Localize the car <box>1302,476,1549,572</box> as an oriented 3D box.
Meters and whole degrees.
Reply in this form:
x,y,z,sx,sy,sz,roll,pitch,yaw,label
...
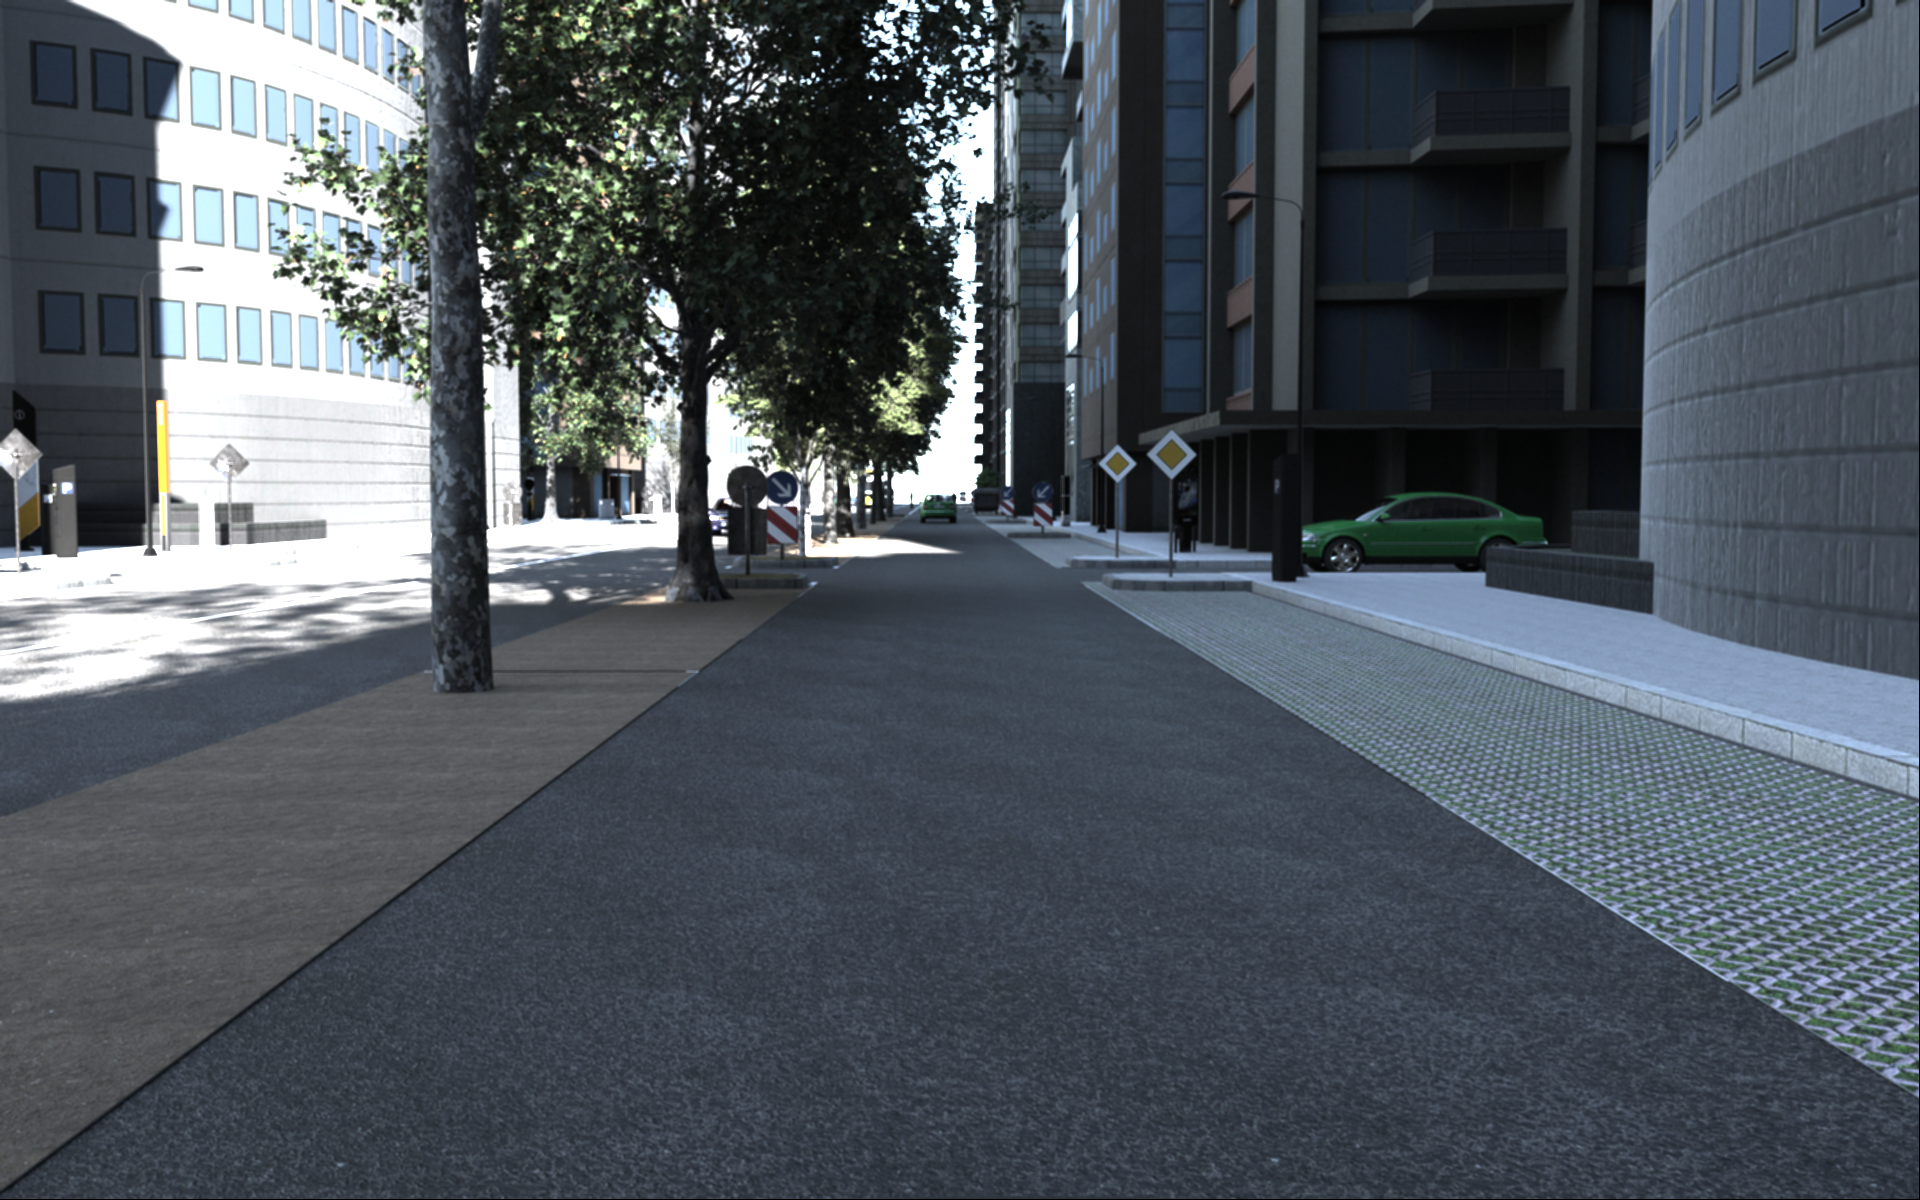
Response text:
x,y,z,sx,sy,sz,roll,pitch,yaw,label
8.077,-1.366,31.125,4.718,1.807,1.959,0,4,-1,car

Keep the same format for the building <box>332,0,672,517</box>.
x,y,z,sx,sy,sz,roll,pitch,yaw,label
-28.627,-35.506,122.527,21.231,58.520,28.212,0,4,-1,building

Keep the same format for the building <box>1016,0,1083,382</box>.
x,y,z,sx,sy,sz,roll,pitch,yaw,label
10.836,-26.740,120.785,14.154,41.232,14.086,0,4,-1,building

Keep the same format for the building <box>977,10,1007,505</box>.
x,y,z,sx,sy,sz,roll,pitch,yaw,label
12.653,-48.368,229.062,20.563,71.187,20.611,0,4,-1,building

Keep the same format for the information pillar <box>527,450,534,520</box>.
x,y,z,sx,sy,sz,roll,pitch,yaw,label
-20.956,-5.699,84.528,0.183,3.616,0.504,1,4,14,information pillar

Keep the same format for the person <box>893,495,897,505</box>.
x,y,z,sx,sy,sz,roll,pitch,yaw,label
-8.911,-13.796,234.748,0.721,1.739,1.217,-2,4,-28,person

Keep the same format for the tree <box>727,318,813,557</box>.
x,y,z,sx,sy,sz,roll,pitch,yaw,label
-3.460,-5.182,37.540,4.737,8.622,4.395,0,3,0,tree

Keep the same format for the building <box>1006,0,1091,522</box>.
x,y,z,sx,sy,sz,roll,pitch,yaw,label
14.295,-47.708,92.690,22.319,86.520,31.000,0,4,-1,building

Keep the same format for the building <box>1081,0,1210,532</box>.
x,y,z,sx,sy,sz,roll,pitch,yaw,label
12.009,-25.276,63.371,14.600,45.320,14.200,0,4,-1,building

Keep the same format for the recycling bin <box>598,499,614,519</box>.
x,y,z,sx,sy,sz,roll,pitch,yaw,label
-18.213,-4.687,89.180,0.722,1.027,0.722,-1,4,-20,recycling bin

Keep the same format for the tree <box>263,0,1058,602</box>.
x,y,z,sx,sy,sz,roll,pitch,yaw,label
-3.555,-6.322,22.836,9.611,12.733,9.660,0,3,0,tree

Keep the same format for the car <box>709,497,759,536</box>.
x,y,z,sx,sy,sz,roll,pitch,yaw,label
-7.815,-2.910,60.162,1.945,1.354,3.894,0,4,-2,car

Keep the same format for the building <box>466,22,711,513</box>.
x,y,z,sx,sy,sz,roll,pitch,yaw,label
-28.866,-37.229,150.686,21.231,58.520,28.212,0,4,-1,building

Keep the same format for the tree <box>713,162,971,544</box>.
x,y,z,sx,sy,sz,roll,pitch,yaw,label
-3.593,-7.832,48.630,7.486,12.596,7.792,0,3,0,tree

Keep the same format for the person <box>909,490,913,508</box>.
x,y,z,sx,sy,sz,roll,pitch,yaw,label
-4.873,-10.099,173.637,0.705,1.822,1.348,-1,4,-16,person

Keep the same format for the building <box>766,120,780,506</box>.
x,y,z,sx,sy,sz,roll,pitch,yaw,label
-25.680,-29.894,172.367,14.154,41.232,14.086,0,4,-1,building

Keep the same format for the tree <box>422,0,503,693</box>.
x,y,z,sx,sy,sz,roll,pitch,yaw,label
-2.389,-9.345,11.142,12.611,20.169,13.585,0,3,0,tree

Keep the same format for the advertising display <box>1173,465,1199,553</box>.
x,y,z,sx,sy,sz,roll,pitch,yaw,label
4.966,-2.014,38.137,0.123,1.923,0.974,3,4,36,advertising display

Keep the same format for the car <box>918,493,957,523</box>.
x,y,z,sx,sy,sz,roll,pitch,yaw,label
-1.114,-4.780,86.942,1.959,1.807,4.718,0,4,-2,car

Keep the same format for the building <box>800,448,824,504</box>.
x,y,z,sx,sy,sz,roll,pitch,yaw,label
-26.913,-35.018,256.135,14.154,41.232,14.086,0,4,-1,building

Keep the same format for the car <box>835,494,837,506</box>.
x,y,z,sx,sy,sz,roll,pitch,yaw,label
-13.205,-10.368,181.321,2.131,1.459,4.920,0,4,1,car

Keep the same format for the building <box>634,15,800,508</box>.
x,y,z,sx,sy,sz,roll,pitch,yaw,label
-30.831,-40.621,206.157,21.231,58.520,28.212,0,4,-1,building

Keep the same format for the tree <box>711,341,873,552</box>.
x,y,z,sx,sy,sz,roll,pitch,yaw,label
-3.734,-5.465,42.176,4.360,8.622,3.978,0,3,0,tree

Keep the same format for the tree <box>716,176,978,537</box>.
x,y,z,sx,sy,sz,roll,pitch,yaw,label
-3.838,-9.066,57.339,9.857,13.997,8.962,0,3,0,tree

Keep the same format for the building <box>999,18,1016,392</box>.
x,y,z,sx,sy,sz,roll,pitch,yaw,label
18.501,-35.624,171.690,28.713,52.752,27.495,0,4,-1,building

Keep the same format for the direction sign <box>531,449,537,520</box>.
x,y,z,sx,sy,sz,roll,pitch,yaw,label
-21.060,-5.707,85.309,0.379,3.537,0.876,-1,4,-9,direction sign

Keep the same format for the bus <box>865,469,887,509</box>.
x,y,z,sx,sy,sz,roll,pitch,yaw,label
-8.492,-11.052,172.243,2.896,3.916,12.252,0,3,0,bus

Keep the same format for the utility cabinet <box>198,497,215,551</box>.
x,y,z,sx,sy,sz,roll,pitch,yaw,label
-17.224,-1.740,39.612,0.306,1.237,1.020,-2,4,-25,utility cabinet

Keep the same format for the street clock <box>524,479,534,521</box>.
x,y,z,sx,sy,sz,roll,pitch,yaw,label
-20.638,-4.798,83.021,0.471,2.002,0.358,-1,4,-15,street clock

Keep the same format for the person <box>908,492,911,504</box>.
x,y,z,sx,sy,sz,roll,pitch,yaw,label
-7.135,-14.886,251.960,0.705,1.814,1.350,-3,4,-36,person

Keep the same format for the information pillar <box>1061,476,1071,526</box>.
x,y,z,sx,sy,sz,roll,pitch,yaw,label
4.214,-3.943,68.967,0.304,2.012,0.304,-1,4,-14,information pillar

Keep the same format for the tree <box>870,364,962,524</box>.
x,y,z,sx,sy,sz,roll,pitch,yaw,label
-4.169,-8.864,81.796,8.767,10.594,7.601,0,4,-1,tree

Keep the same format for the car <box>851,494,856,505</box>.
x,y,z,sx,sy,sz,roll,pitch,yaw,label
-12.415,-11.573,201.218,2.014,1.417,4.499,0,4,-2,car

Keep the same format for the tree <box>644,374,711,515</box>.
x,y,z,sx,sy,sz,roll,pitch,yaw,label
-17.579,-9.593,107.212,4.360,8.622,3.978,0,3,0,tree

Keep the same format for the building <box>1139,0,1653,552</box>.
x,y,z,sx,sy,sz,roll,pitch,yaw,label
19.630,-23.893,45.283,28.867,44.769,22.147,0,4,-1,building

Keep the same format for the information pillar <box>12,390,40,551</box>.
x,y,z,sx,sy,sz,roll,pitch,yaw,label
-20.996,-2.910,38.939,0.504,3.616,0.183,0,4,-5,information pillar

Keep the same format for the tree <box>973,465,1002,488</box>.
x,y,z,sx,sy,sz,roll,pitch,yaw,label
3.151,-13.055,197.166,4.285,4.588,4.351,0,3,0,tree

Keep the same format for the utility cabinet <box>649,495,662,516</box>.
x,y,z,sx,sy,sz,roll,pitch,yaw,label
-18.225,-5.659,103.692,0.306,1.237,1.020,1,4,18,utility cabinet

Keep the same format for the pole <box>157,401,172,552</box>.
x,y,z,sx,sy,sz,roll,pitch,yaw,label
-17.491,-2.705,38.067,0.158,3.312,0.155,0,3,0,pole

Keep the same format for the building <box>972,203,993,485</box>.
x,y,z,sx,sy,sz,roll,pitch,yaw,label
13.013,-36.694,254.568,22.147,44.769,28.867,0,4,-1,building

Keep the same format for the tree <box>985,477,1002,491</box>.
x,y,z,sx,sy,sz,roll,pitch,yaw,label
3.923,-12.199,194.047,1.663,3.219,1.824,0,3,0,tree

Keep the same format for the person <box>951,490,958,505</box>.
x,y,z,sx,sy,sz,roll,pitch,yaw,label
-0.627,-7.669,134.411,0.750,1.759,0.617,-2,4,-33,person
